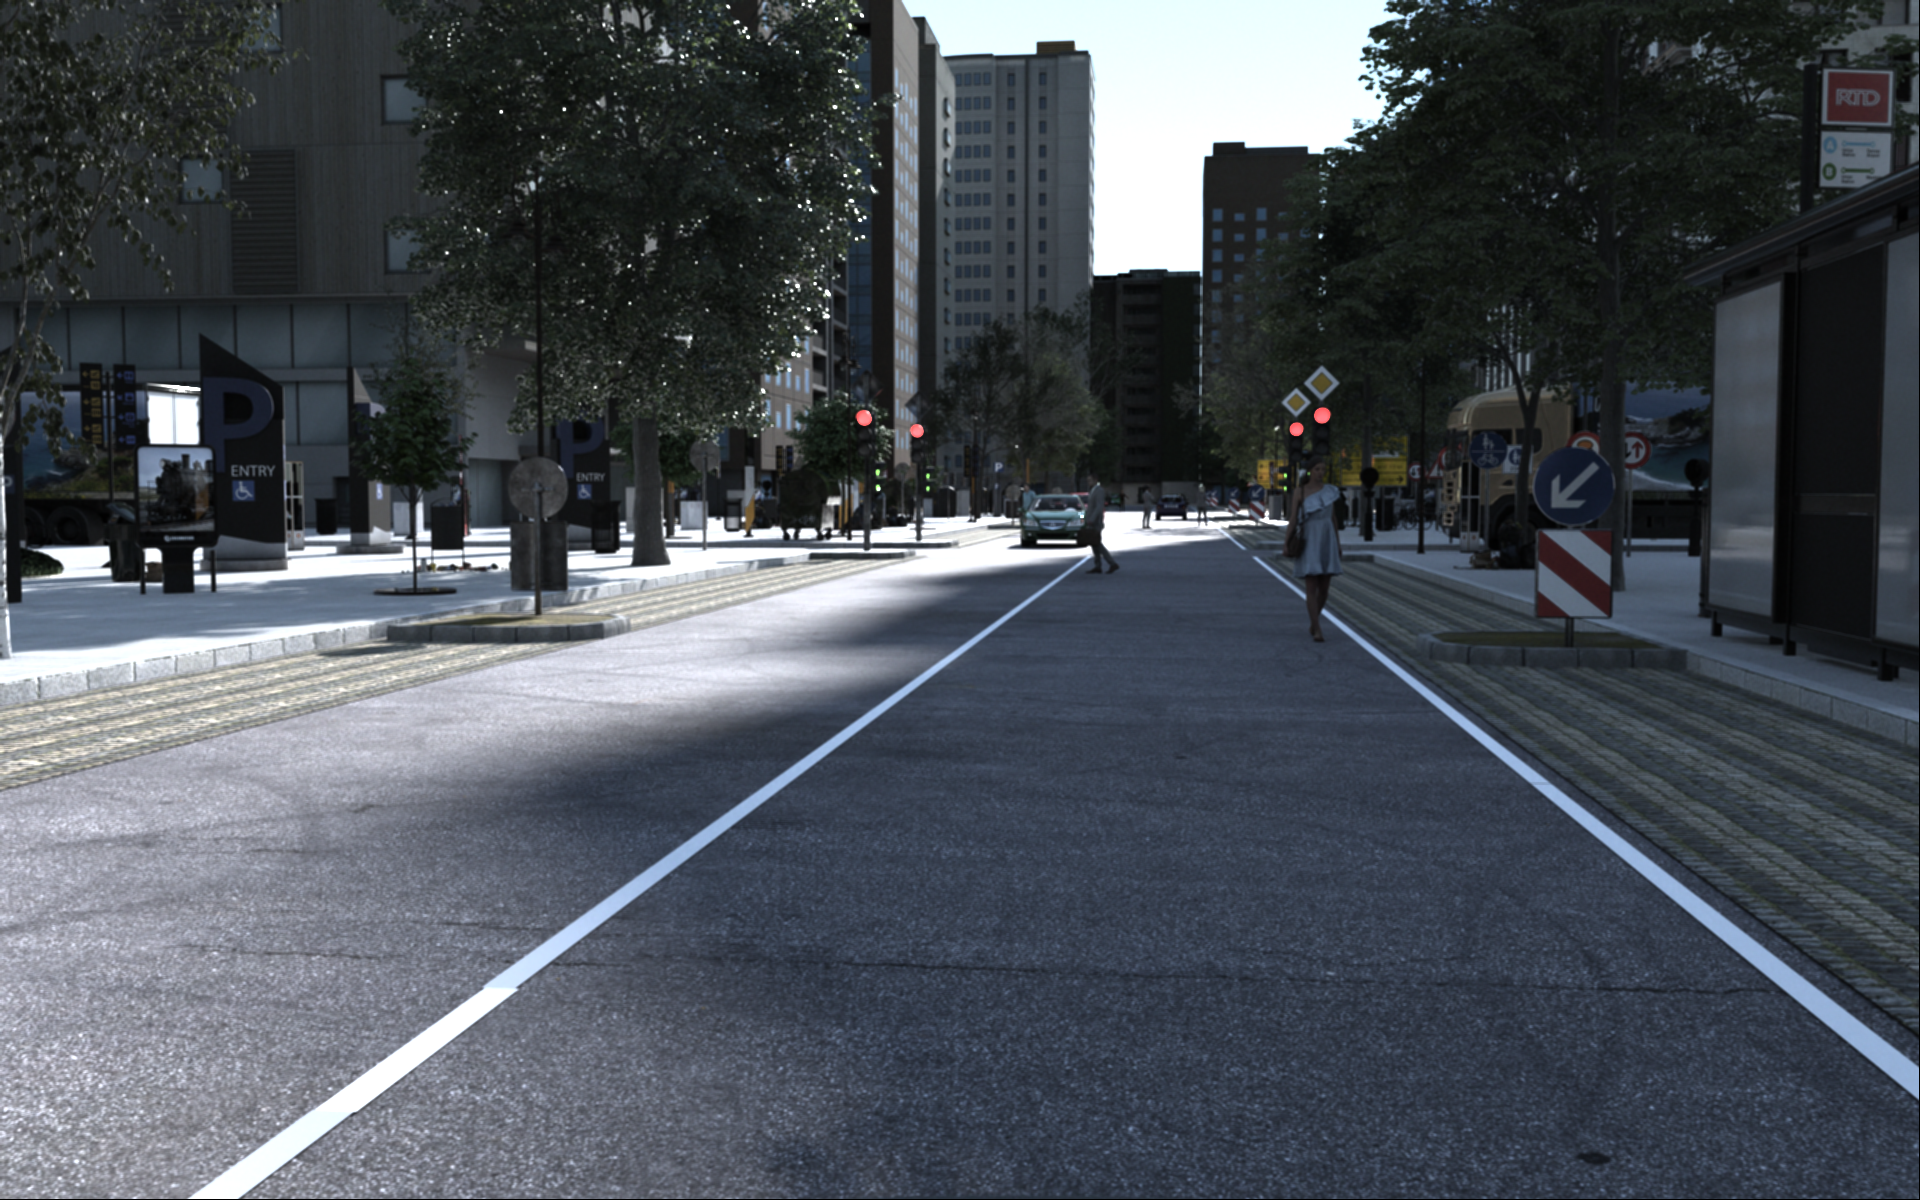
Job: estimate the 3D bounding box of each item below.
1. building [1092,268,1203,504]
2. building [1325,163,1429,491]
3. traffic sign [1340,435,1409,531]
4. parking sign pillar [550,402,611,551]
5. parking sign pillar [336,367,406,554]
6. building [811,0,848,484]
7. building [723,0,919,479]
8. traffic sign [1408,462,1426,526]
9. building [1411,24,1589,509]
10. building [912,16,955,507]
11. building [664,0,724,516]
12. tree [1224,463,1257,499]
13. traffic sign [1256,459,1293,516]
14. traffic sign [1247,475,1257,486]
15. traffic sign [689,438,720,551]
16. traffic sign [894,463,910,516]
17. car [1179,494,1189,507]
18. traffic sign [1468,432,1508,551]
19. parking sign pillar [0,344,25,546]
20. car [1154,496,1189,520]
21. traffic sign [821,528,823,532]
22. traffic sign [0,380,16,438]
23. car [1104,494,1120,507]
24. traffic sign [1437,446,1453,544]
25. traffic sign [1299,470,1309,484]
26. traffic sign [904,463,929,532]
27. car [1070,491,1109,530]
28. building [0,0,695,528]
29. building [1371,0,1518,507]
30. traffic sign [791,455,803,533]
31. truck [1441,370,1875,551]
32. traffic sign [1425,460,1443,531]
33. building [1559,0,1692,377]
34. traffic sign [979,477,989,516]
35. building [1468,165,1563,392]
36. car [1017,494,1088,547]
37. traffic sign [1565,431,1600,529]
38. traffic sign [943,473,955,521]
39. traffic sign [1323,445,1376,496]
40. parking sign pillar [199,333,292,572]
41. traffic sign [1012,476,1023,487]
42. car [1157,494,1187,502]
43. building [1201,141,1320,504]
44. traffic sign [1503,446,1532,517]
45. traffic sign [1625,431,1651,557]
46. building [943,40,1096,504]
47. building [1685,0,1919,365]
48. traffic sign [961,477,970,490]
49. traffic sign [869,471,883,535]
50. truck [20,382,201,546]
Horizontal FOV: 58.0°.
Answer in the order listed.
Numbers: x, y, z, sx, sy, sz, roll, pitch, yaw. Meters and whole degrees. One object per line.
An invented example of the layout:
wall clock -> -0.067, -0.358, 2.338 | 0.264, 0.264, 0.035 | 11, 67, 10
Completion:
building -> 24.257, -27.732, 225.113 | 14.107, 30.474, 14.160 | 0, 4, 7
building -> 60.126, -34.821, 223.942 | 28.867, 44.769, 22.147 | 0, 4, 7
traffic sign -> 14.222, -4.014, 59.498 | 2.265, 3.308, 0.079 | 1, 4, 15
parking sign pillar -> -8.733, -3.142, 39.841 | 1.447, 3.967, 1.447 | -2, 4, -35
parking sign pillar -> -12.741, -2.991, 37.370 | 1.447, 3.967, 1.447 | 0, 4, 2
building -> -17.468, -42.575, 134.357 | 20.563, 71.187, 20.611 | 0, 4, 7
building -> -11.486, -30.691, 151.913 | 14.600, 45.320, 14.200 | 0, 4, 7
traffic sign -> 18.112, -4.202, 68.812 | 0.768, 2.556, 0.104 | 1, 4, 10
building -> 52.404, -27.065, 134.391 | 32.217, 40.220, 23.993 | 0, 4, 7
building -> -12.231, -33.734, 175.245 | 21.600, 48.544, 21.300 | 0, 4, 7
building -> -17.260, -27.827, 105.088 | 14.600, 45.320, 14.200 | 0, 4, 7
tree -> 27.902, -11.517, 172.014 | 4.285, 4.588, 4.351 | 0, 3, 0
traffic sign -> 18.236, -6.481, 99.834 | 2.265, 3.308, 0.079 | 1, 4, 15
traffic sign -> 19.778, -7.149, 116.890 | 0.884, 2.594, 0.081 | 1, 4, 9
traffic sign -> -5.802, -2.396, 39.285 | 0.768, 2.556, 0.104 | 1, 4, 16
traffic sign -> -2.329, -4.293, 70.302 | 0.768, 2.556, 0.104 | 1, 4, 16
car -> 18.100, -8.243, 144.561 | 2.009, 1.686, 4.222 | 0, 4, 6
traffic sign -> 10.772, -2.158, 35.396 | 0.768, 2.556, 0.104 | 1, 4, 13
parking sign pillar -> -17.271, -2.571, 30.502 | 1.447, 3.967, 1.447 | -3, 4, -36
car -> 11.678, -5.080, 95.637 | 1.945, 1.354, 3.894 | 0, 4, 7
traffic sign -> -4.593, -3.514, 57.461 | 0.884, 2.594, 0.081 | 1, 4, 14
traffic sign -> -10.381, -1.120, 18.422 | 0.768, 2.556, 0.104 | 1, 4, 12
car -> 16.901, -11.176, 191.529 | 1.959, 1.807, 4.718 | 0, 4, 7
traffic sign -> 12.746, -2.739, 44.888 | 0.768, 2.556, 0.104 | 1, 4, 10
traffic sign -> 14.581, -4.337, 73.047 | 0.606, 2.300, 0.079 | 1, 4, 12
traffic sign -> -1.489, -3.615, 59.115 | 0.884, 2.594, 0.081 | 1, 4, 12
car -> 4.963, -3.751, 70.370 | 2.155, 1.783, 4.494 | 0, 4, 6
building -> -27.822, -29.794, 76.375 | 28.713, 52.752, 27.495 | 0, 4, 7
building -> 51.748, -51.908, 161.372 | 22.319, 86.520, 31.000 | 0, 4, 7
traffic sign -> -5.260, -3.476, 56.829 | 0.884, 2.594, 0.081 | 1, 4, 15
truck -> 16.493, -3.155, 40.502 | 11.283, 4.237, 2.839 | 0, 4, 6
traffic sign -> 16.456, -3.645, 59.596 | 0.884, 2.594, 0.081 | 1, 4, 11
building -> 37.065, -17.991, 81.537 | 14.401, 28.519, 23.554 | 0, 4, 7
traffic sign -> 1.403, -6.073, 101.424 | 0.606, 2.300, 0.079 | 1, 4, 9
building -> 39.613, -16.141, 105.712 | 13.314, 21.916, 24.055 | 0, 4, 7
car -> 2.707, -2.229, 48.242 | 2.131, 1.459, 4.920 | 0, 4, 6
traffic sign -> 12.600, -2.133, 34.988 | 0.768, 2.556, 0.104 | 1, 4, 14
traffic sign -> -0.540, -4.901, 82.254 | 0.606, 2.300, 0.079 | 1, 4, 17
traffic sign -> 15.607, -4.640, 69.745 | 2.265, 3.308, 0.079 | 0, 4, 8
parking sign pillar -> -12.054, -2.487, 29.130 | 1.447, 3.967, 1.447 | -1, 4, -17
traffic sign -> 4.015, -7.451, 121.934 | 0.768, 2.556, 0.104 | 1, 4, 9
car -> 14.246, -6.524, 116.451 | 2.009, 1.686, 4.222 | 1, 4, 8
building -> 38.282, -35.024, 222.749 | 14.200, 45.320, 14.600 | 0, 4, 7
traffic sign -> 11.614, -2.080, 36.143 | 0.606, 2.300, 0.079 | 1, 4, 12
traffic sign -> 13.615, -2.146, 35.197 | 0.768, 2.556, 0.104 | 1, 4, 10
building -> 3.661, -42.086, 230.106 | 28.212, 58.520, 21.231 | 0, 4, 7
building -> 35.867, -12.612, 60.950 | 16.860, 20.320, 10.420 | 0, 4, 7
traffic sign -> 0.368, -6.194, 103.403 | 0.606, 2.300, 0.079 | 1, 4, 10
traffic sign -> -2.831, -3.318, 54.247 | 0.884, 2.594, 0.081 | 1, 4, 14
truck -> -25.738, -3.453, 45.371 | 11.283, 4.237, 2.839 | 0, 4, 8
